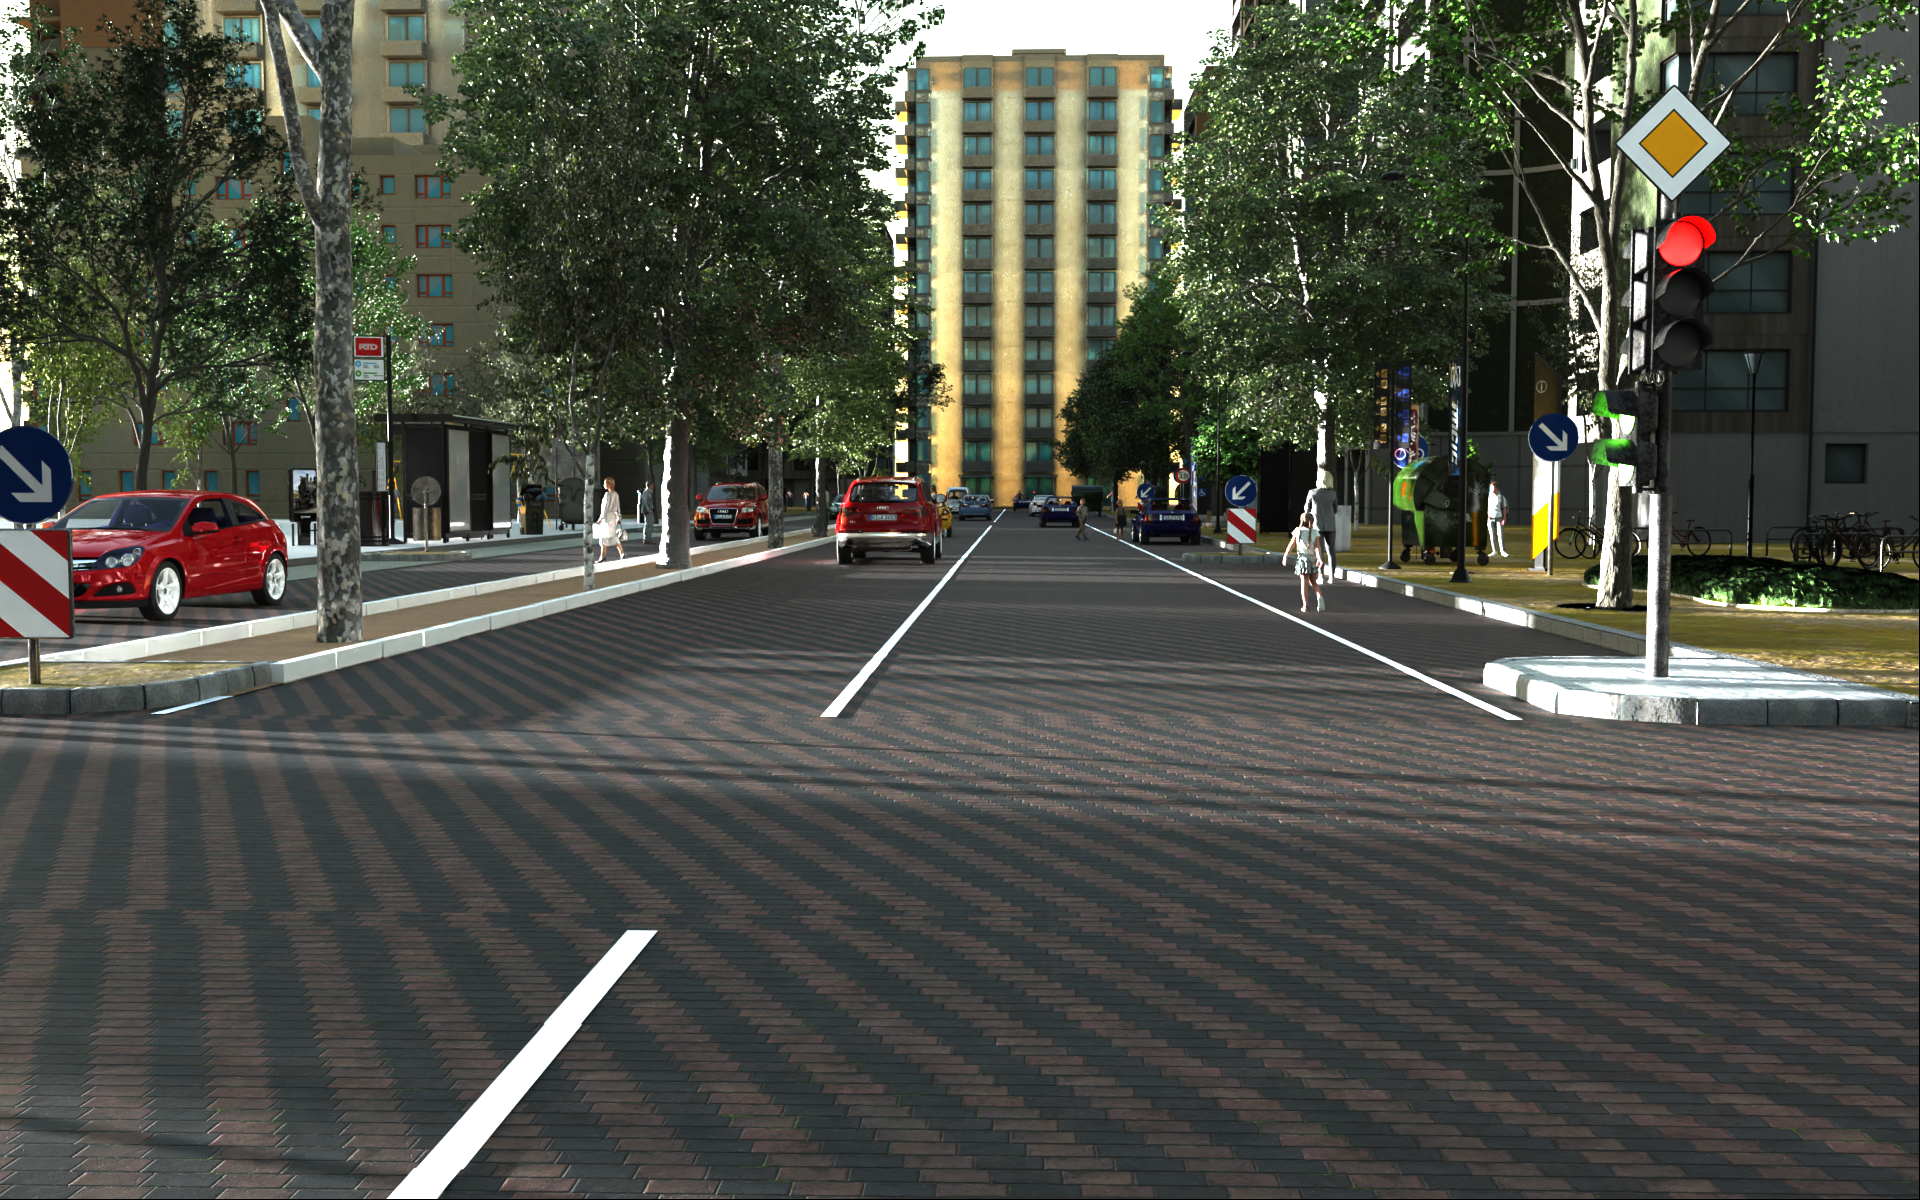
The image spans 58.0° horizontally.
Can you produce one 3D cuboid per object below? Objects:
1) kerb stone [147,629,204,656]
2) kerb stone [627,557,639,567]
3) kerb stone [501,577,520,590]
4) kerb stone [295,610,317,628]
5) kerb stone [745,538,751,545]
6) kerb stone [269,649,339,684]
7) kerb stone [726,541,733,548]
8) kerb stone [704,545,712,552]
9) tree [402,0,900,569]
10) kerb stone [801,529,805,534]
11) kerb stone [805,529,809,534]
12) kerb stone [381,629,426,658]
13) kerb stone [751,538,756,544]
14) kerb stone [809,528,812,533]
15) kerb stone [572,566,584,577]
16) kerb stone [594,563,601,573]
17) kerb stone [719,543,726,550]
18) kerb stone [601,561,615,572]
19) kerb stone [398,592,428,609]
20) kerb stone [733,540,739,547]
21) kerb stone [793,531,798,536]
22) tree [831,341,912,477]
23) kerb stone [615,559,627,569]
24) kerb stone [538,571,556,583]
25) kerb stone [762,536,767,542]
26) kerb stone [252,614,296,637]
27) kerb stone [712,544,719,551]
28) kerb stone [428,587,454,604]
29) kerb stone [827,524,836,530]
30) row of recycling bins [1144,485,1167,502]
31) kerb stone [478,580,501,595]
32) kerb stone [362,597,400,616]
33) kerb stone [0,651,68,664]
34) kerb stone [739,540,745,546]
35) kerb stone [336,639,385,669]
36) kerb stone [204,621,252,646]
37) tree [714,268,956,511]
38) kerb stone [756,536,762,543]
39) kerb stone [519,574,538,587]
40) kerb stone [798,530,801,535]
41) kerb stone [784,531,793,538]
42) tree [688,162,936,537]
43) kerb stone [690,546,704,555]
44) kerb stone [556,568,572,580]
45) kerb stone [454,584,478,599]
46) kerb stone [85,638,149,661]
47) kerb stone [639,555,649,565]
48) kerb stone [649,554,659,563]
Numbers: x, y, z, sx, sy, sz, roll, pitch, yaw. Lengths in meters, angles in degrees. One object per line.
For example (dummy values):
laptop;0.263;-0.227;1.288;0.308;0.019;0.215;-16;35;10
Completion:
kerb stone;-7.173;0.399;15.695;0.120;0.150;1.000;0;4;2
kerb stone;-6.545;-0.729;34.133;0.120;0.150;1.000;0;4;2
kerb stone;-6.836;-0.222;25.938;0.120;0.150;1.000;0;4;2
kerb stone;-7.073;0.209;18.771;0.120;0.150;1.000;0;4;2
kerb stone;-6.067;-1.604;48.516;0.120;0.150;1.000;0;4;2
kerb stone;-5.147;0.527;13.574;0.120;0.150;1.000;0;4;2
kerb stone;-6.169;-1.414;45.428;0.120;0.150;1.000;0;4;2
kerb stone;-6.281;-1.232;42.335;0.120;0.150;1.000;0;4;2
tree;-5.497;-7.574;32.940;9.857;13.997;8.962;0;3;0
kerb stone;-5.662;-2.362;60.813;0.120;0.150;1.000;0;4;2
kerb stone;-5.618;-2.420;61.835;0.120;0.150;1.000;0;4;2
kerb stone;-5.074;0.402;15.619;0.120;0.150;1.000;0;4;2
kerb stone;-6.033;-1.665;49.549;0.120;0.150;1.000;0;4;2
kerb stone;-5.590;-2.487;62.861;0.120;0.150;1.000;0;4;2
kerb stone;-6.696;-0.475;30.035;0.120;0.150;1.000;0;4;2
kerb stone;-6.656;-0.542;31.058;0.120;0.150;1.000;0;4;2
kerb stone;-6.210;-1.358;44.404;0.120;0.150;1.000;0;4;2
kerb stone;-6.625;-0.605;32.088;0.120;0.150;1.000;0;4;2
kerb stone;-6.967;0.022;21.843;0.120;0.150;1.000;0;4;2
kerb stone;-6.140;-1.484;46.452;0.120;0.150;1.000;0;4;2
kerb stone;-5.720;-2.237;58.768;0.120;0.150;1.000;0;4;2
tree;-4.044;-7.350;72.995;4.737;8.622;4.395;0;3;0
kerb stone;-6.589;-0.665;33.112;0.120;0.150;1.000;0;4;2
kerb stone;-6.765;-0.349;27.992;0.120;0.150;1.000;0;4;2
kerb stone;-5.968;-1.796;51.596;0.120;0.150;1.000;0;4;2
kerb stone;-7.102;0.272;17.743;0.120;0.150;1.000;0;4;2
kerb stone;-6.242;-1.293;43.367;0.120;0.150;1.000;0;4;2
kerb stone;-6.940;-0.039;22.865;0.120;0.150;1.000;0;4;2
kerb stone;-5.306;-2.989;71.061;0.120;0.150;1.000;0;4;2
row of recycling bins;9.451;-4.659;83.285;1.069;1.692;3.534;1;4;11
kerb stone;-6.856;-0.166;24.916;0.120;0.150;1.000;0;4;2
kerb stone;-6.999;0.089;20.816;0.120;0.150;1.000;0;4;2
kerb stone;-7.245;0.523;13.651;0.120;0.150;1.000;0;4;2
kerb stone;-6.110;-1.547;47.486;0.120;0.150;1.000;0;4;2
kerb stone;-5.115;0.465;14.598;0.120;0.150;1.000;0;4;2
kerb stone;-7.138;0.335;16.716;0.120;0.150;1.000;0;4;2
tree;-4.302;-7.921;66.379;8.767;10.594;7.601;0;4;2
kerb stone;-5.998;-1.733;50.574;0.120;0.150;1.000;0;4;2
kerb stone;-6.804;-0.291;26.970;0.120;0.150;1.000;0;4;2
kerb stone;-5.691;-2.299;59.791;0.120;0.150;1.000;0;4;2
kerb stone;-5.767;-2.174;57.746;0.120;0.150;1.000;0;4;2
tree;-4.715;-8.378;57.568;7.486;12.596;7.792;0;3;0
kerb stone;-6.308;-1.169;41.313;0.120;0.150;1.000;0;4;2
kerb stone;-6.725;-0.416;29.013;0.120;0.150;1.000;0;4;2
kerb stone;-6.905;-0.101;23.891;0.120;0.150;1.000;0;4;2
kerb stone;-7.205;0.464;14.673;0.120;0.150;1.000;0;4;2
kerb stone;-6.522;-0.793;35.155;0.120;0.150;1.000;0;4;2
kerb stone;-6.488;-0.854;36.186;0.120;0.150;1.000;0;4;2
